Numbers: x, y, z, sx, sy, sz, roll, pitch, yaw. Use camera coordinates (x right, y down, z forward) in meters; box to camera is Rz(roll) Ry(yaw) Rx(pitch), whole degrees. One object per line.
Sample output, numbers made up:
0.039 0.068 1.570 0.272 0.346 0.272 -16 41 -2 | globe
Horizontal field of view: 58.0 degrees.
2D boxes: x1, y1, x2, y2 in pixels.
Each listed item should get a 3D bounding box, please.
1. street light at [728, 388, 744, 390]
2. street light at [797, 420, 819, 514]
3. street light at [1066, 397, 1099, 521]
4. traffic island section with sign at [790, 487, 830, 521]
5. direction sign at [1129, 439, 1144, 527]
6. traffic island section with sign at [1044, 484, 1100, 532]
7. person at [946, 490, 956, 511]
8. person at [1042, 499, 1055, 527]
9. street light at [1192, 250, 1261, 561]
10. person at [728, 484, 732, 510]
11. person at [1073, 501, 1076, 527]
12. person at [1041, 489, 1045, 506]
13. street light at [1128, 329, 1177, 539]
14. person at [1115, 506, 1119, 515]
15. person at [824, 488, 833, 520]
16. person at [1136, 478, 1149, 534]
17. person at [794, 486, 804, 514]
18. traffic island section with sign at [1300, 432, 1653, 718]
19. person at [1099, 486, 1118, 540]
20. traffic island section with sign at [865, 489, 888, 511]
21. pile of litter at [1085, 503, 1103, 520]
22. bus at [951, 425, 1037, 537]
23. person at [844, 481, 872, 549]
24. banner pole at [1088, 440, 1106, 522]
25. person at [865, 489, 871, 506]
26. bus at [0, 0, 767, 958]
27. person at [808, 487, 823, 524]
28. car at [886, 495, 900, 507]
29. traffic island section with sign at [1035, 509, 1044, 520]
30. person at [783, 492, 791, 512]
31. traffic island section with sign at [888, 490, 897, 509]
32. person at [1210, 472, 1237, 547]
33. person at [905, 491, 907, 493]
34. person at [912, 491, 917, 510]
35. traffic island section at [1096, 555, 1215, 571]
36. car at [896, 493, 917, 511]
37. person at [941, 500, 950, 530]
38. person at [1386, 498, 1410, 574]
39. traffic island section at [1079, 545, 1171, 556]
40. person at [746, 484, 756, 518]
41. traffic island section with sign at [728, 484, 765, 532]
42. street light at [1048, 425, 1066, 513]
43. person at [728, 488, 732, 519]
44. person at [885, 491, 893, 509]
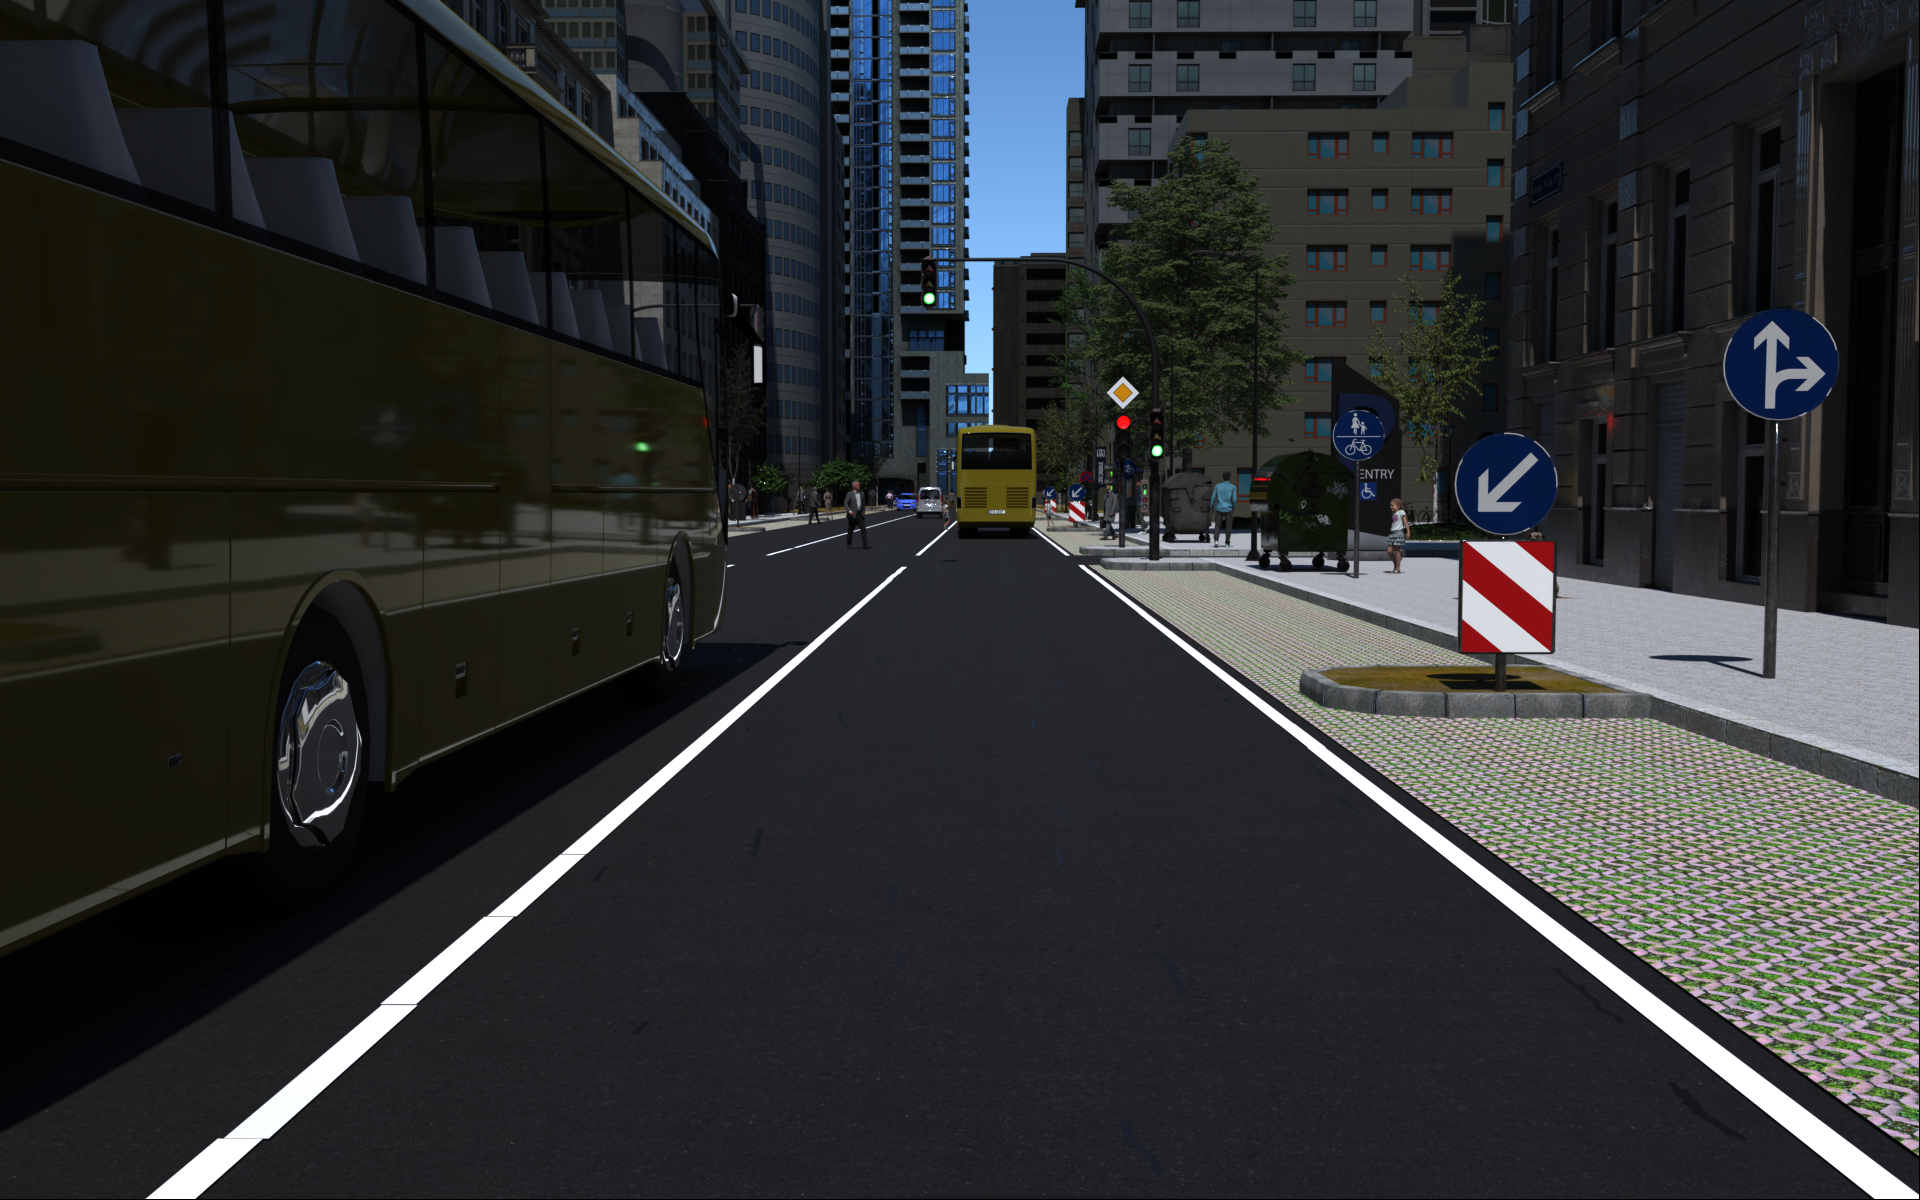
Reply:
-10.125 -6.305 75.626 1.470 5.913 1.316 0 4 1 | street light
-9.586 -8.362 109.265 1.470 5.913 1.316 0 4 1 | street light
5.964 -6.746 82.832 1.470 5.913 1.316 0 4 1 | street light
-8.063 -5.177 93.270 1.989 1.847 2.006 0 4 1 | traffic island section with sign
6.641 -4.566 66.658 0.876 3.537 0.379 1 4 22 | direction sign
4.315 -3.515 66.099 1.989 1.847 2.006 0 4 1 | traffic island section with sign
-0.696 -8.655 150.006 1.348 1.824 0.705 -1 4 -22 | person
3.846 -3.780 75.321 0.505 1.210 0.382 -1 4 -17 | person
5.112 -3.707 33.152 1.470 5.913 1.316 0 4 1 | street light
-12.111 -5.150 90.478 0.641 1.798 0.478 3 5 43 | person
4.722 -3.418 69.403 0.505 1.210 0.382 3 5 42 | person
8.933 -11.104 187.461 0.599 1.838 0.709 0 4 7 | person
5.445 -4.675 48.985 1.470 5.913 1.316 0 4 1 | street light
9.820 -6.229 108.554 0.598 1.740 0.731 0 4 -7 | person
-7.323 -5.344 96.212 0.599 1.781 0.374 -2 4 -24 | person
5.831 -2.991 55.294 0.444 1.785 0.601 1 4 20 | person
-10.237 -6.388 110.668 0.709 1.800 0.728 -3 4 -37 | person
3.425 -0.203 11.939 1.989 1.847 2.006 0 4 1 | traffic island section with sign
4.586 -2.746 53.492 0.767 1.812 0.694 -1 4 -23 | person
-7.235 -8.250 143.513 1.989 1.847 2.006 0 4 1 | traffic island section with sign
6.799 -4.436 86.500 1.176 0.858 1.719 0 4 -8 | pile of litter
1.125 -4.224 60.602 2.896 3.916 12.252 0 4 0 | bus
-2.651 -2.207 44.978 0.661 1.777 0.834 -3 5 -44 | person
6.358 -5.511 80.116 0.863 3.779 0.401 0 4 -8 | banner pole
-9.747 -11.020 185.843 1.348 1.869 0.705 2 4 25 | person
-3.295 -1.054 8.787 2.896 3.916 12.252 0 4 2 | bus
-6.819 -4.478 82.109 0.834 1.777 0.661 -2 4 -29 | person
-6.785 -10.427 183.066 1.945 1.354 3.894 0 4 0 | car
4.778 -5.238 94.268 1.989 1.847 2.006 0 4 1 | traffic island section with sign
-12.533 -7.122 125.725 0.421 1.427 0.697 3 5 41 | person
-6.795 -9.901 170.509 1.989 1.847 2.006 0 4 1 | traffic island section with sign
6.322 -2.175 41.625 0.660 1.820 0.620 1 4 18 | person
-5.320 -10.052 173.676 0.721 1.723 1.217 -3 5 -40 | person
-4.149 -9.257 160.382 0.617 1.759 0.750 3 4 36 | person
3.771 -0.687 33.520 2.009 0.180 2.903 0 4 1 | traffic island section
-4.467 -8.372 146.466 1.945 1.707 3.694 0 3 0 | car
-0.621 -3.411 69.289 0.382 1.210 0.505 -2 4 -30 | person
7.104 -1.029 27.887 0.382 1.210 0.505 -2 4 -26 | person
3.902 -1.176 41.504 2.009 0.180 2.903 0 4 1 | traffic island section
-11.248 -5.349 93.403 0.656 1.842 0.836 0 3 0 | person
-8.505 -3.528 66.318 1.989 1.847 2.006 0 4 1 | traffic island section with sign
6.609 -8.805 116.502 1.470 5.913 1.316 0 4 1 | street light
-11.864 -5.034 88.447 0.679 1.850 0.850 -1 4 -16 | person
-6.615 -9.403 163.178 0.756 1.711 0.436 1 4 19 | person
